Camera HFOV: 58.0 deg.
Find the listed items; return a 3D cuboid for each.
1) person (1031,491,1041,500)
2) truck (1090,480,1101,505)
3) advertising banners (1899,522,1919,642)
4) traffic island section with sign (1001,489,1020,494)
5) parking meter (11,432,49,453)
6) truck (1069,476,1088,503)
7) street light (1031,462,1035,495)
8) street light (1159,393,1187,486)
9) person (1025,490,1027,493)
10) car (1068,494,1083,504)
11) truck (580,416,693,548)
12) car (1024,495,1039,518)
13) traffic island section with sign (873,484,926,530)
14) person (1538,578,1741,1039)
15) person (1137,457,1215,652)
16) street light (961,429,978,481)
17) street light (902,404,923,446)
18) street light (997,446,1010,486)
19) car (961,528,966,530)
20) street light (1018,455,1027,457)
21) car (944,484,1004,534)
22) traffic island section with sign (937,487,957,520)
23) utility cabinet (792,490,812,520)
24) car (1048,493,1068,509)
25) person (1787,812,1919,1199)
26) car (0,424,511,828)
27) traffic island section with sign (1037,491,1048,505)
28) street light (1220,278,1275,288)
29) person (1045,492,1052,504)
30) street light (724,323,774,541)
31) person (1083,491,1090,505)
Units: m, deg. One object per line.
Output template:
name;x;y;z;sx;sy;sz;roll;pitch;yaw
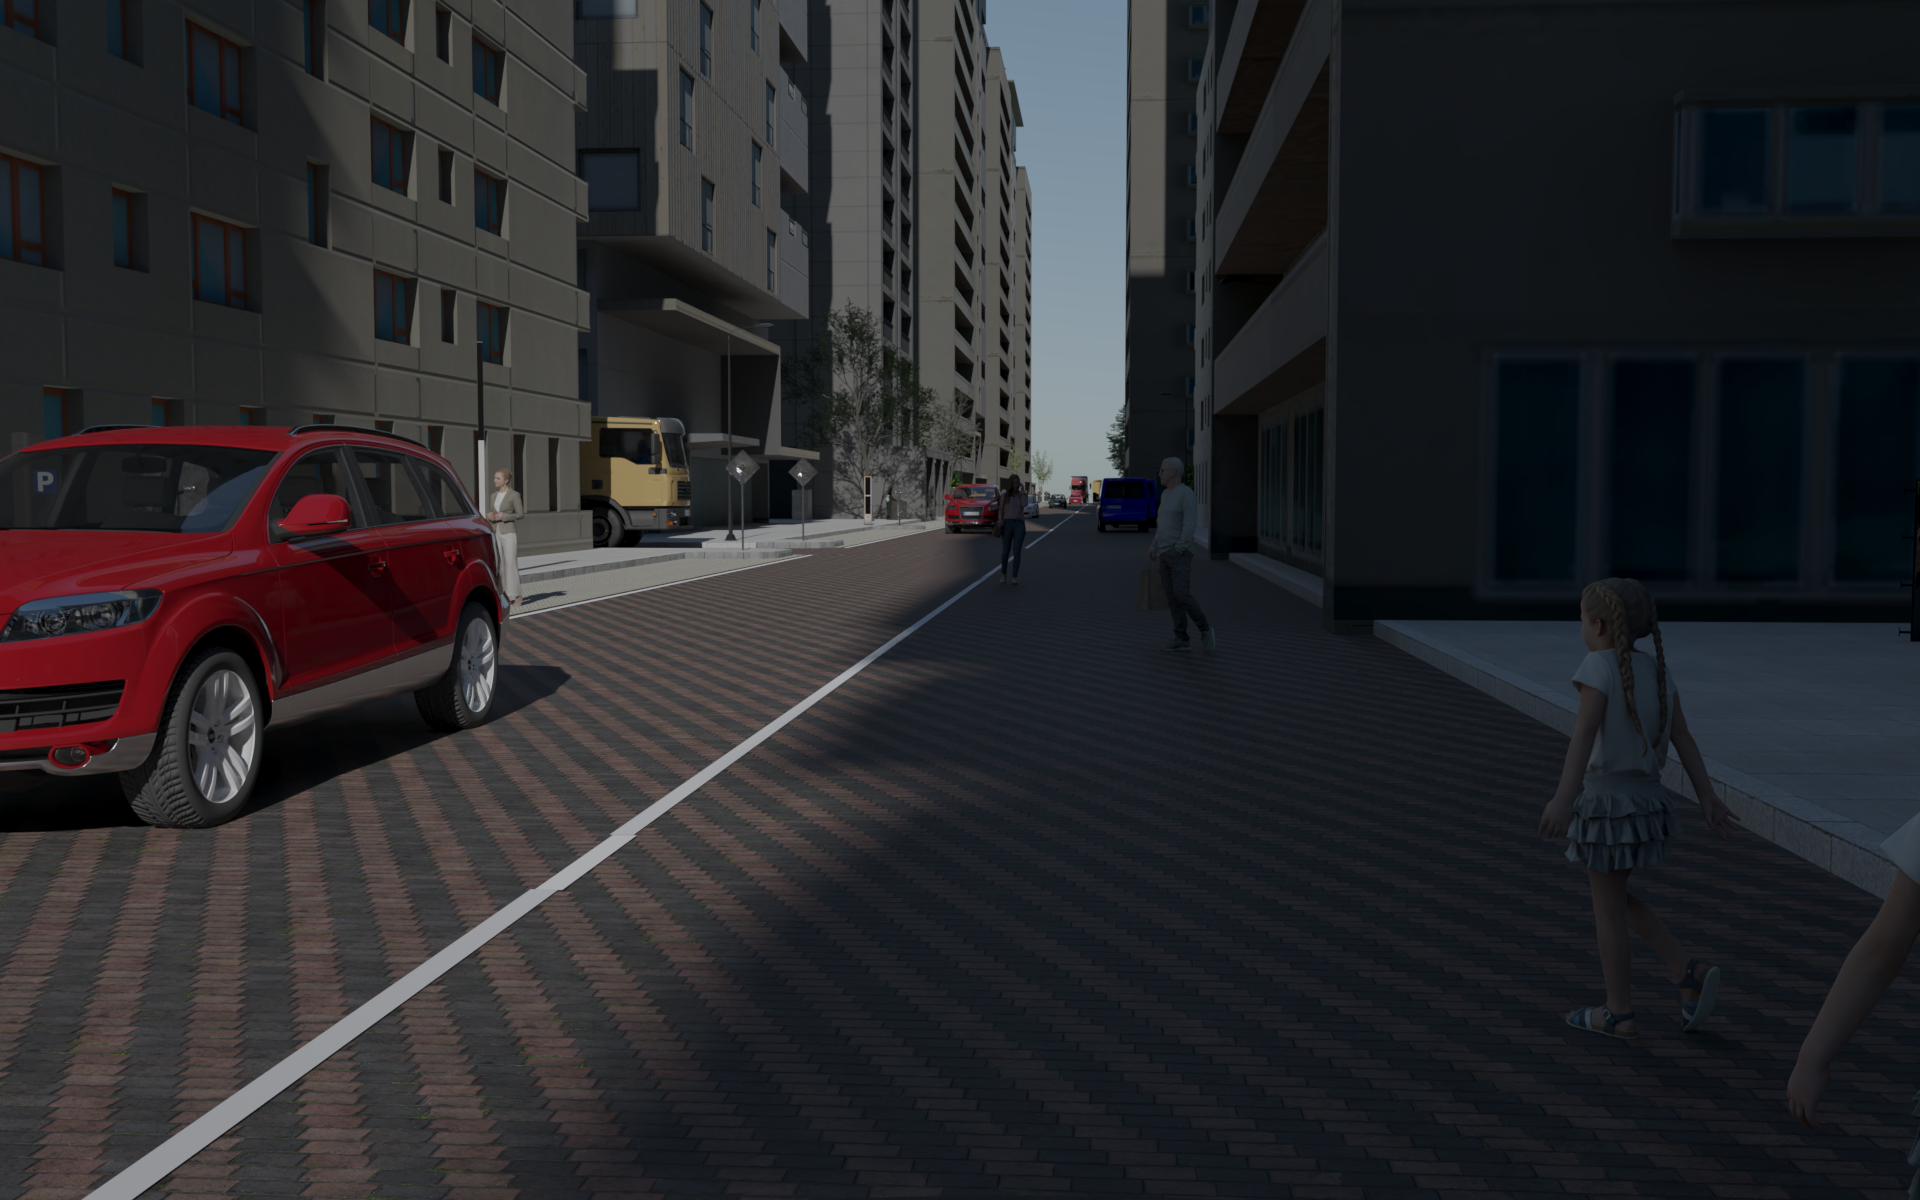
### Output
person;8.512;-11.484;196.405;1.348;1.807;0.705;-2;4;-23
truck;19.199;-14.548;233.782;3.469;3.379;9.791;0;4;5
advertising banners;9.123;-1.124;14.564;2.074;3.025;0.090;2;4;26
traffic island section with sign;3.840;-8.439;146.598;1.989;1.847;2.006;0;4;5
parking meter;-8.820;-0.667;16.615;0.255;1.863;0.399;2;4;32
truck;18.658;-17.238;270.759;2.839;4.237;11.283;0;4;5
street light;10.765;-16.865;248.275;1.470;5.913;1.316;0;4;5
street light;9.809;-6.536;79.408;1.470;5.913;1.316;0;4;5
person;6.710;-10.268;176.343;1.348;1.831;0.705;-3;4;-38
car;15.982;-14.098;239.536;2.155;1.783;4.494;0;4;5
truck;-10.914;-2.923;43.721;9.791;3.379;3.469;0;4;3
car;3.757;-5.606;104.015;2.083;1.381;4.827;0;4;5
traffic island section with sign;-2.433;-3.764;70.169;1.989;1.847;2.006;0;4;5
person;1.744;0.550;4.515;0.505;1.210;0.382;-3;4;-36
person;1.980;-0.424;15.924;0.515;1.767;0.782;-1;4;-22
street light;0.624;-9.275;124.193;1.470;5.913;1.316;0;4;5
street light;-2.406;-7.138;89.252;1.470;5.913;1.316;0;4;5
street light;4.089;-11.822;165.829;1.470;5.913;1.316;0;4;5
car;0.958;-3.725;71.131;2.015;1.641;3.980;0;4;3
street light;7.316;-14.318;206.637;1.470;5.913;1.316;0;4;5
car;0.619;-3.380;63.939;2.281;1.827;5.304;0;4;5
traffic island section with sign;-0.226;-5.407;97.034;1.989;1.847;2.006;0;4;5
utility cabinet;-7.876;-4.745;86.266;1.173;1.500;0.318;3;5;43
car;9.742;-9.932;172.182;2.009;1.686;4.222;0;4;5
person;1.362;0.689;2.256;0.505;1.210;0.382;1;4;22
car;-4.055;-0.031;9.176;2.281;1.827;5.304;0;4;4
traffic island section with sign;12.821;-15.133;256.051;1.989;1.847;2.006;0;4;5
street light;6.291;-3.963;37.334;1.470;5.913;1.316;0;4;5
person;13.056;-14.915;253.176;1.217;1.723;0.721;1;4;23
street light;-5.753;-4.573;47.307;1.470;5.913;1.316;0;4;5
person;16.474;-13.154;223.581;1.348;1.822;0.705;3;4;36
